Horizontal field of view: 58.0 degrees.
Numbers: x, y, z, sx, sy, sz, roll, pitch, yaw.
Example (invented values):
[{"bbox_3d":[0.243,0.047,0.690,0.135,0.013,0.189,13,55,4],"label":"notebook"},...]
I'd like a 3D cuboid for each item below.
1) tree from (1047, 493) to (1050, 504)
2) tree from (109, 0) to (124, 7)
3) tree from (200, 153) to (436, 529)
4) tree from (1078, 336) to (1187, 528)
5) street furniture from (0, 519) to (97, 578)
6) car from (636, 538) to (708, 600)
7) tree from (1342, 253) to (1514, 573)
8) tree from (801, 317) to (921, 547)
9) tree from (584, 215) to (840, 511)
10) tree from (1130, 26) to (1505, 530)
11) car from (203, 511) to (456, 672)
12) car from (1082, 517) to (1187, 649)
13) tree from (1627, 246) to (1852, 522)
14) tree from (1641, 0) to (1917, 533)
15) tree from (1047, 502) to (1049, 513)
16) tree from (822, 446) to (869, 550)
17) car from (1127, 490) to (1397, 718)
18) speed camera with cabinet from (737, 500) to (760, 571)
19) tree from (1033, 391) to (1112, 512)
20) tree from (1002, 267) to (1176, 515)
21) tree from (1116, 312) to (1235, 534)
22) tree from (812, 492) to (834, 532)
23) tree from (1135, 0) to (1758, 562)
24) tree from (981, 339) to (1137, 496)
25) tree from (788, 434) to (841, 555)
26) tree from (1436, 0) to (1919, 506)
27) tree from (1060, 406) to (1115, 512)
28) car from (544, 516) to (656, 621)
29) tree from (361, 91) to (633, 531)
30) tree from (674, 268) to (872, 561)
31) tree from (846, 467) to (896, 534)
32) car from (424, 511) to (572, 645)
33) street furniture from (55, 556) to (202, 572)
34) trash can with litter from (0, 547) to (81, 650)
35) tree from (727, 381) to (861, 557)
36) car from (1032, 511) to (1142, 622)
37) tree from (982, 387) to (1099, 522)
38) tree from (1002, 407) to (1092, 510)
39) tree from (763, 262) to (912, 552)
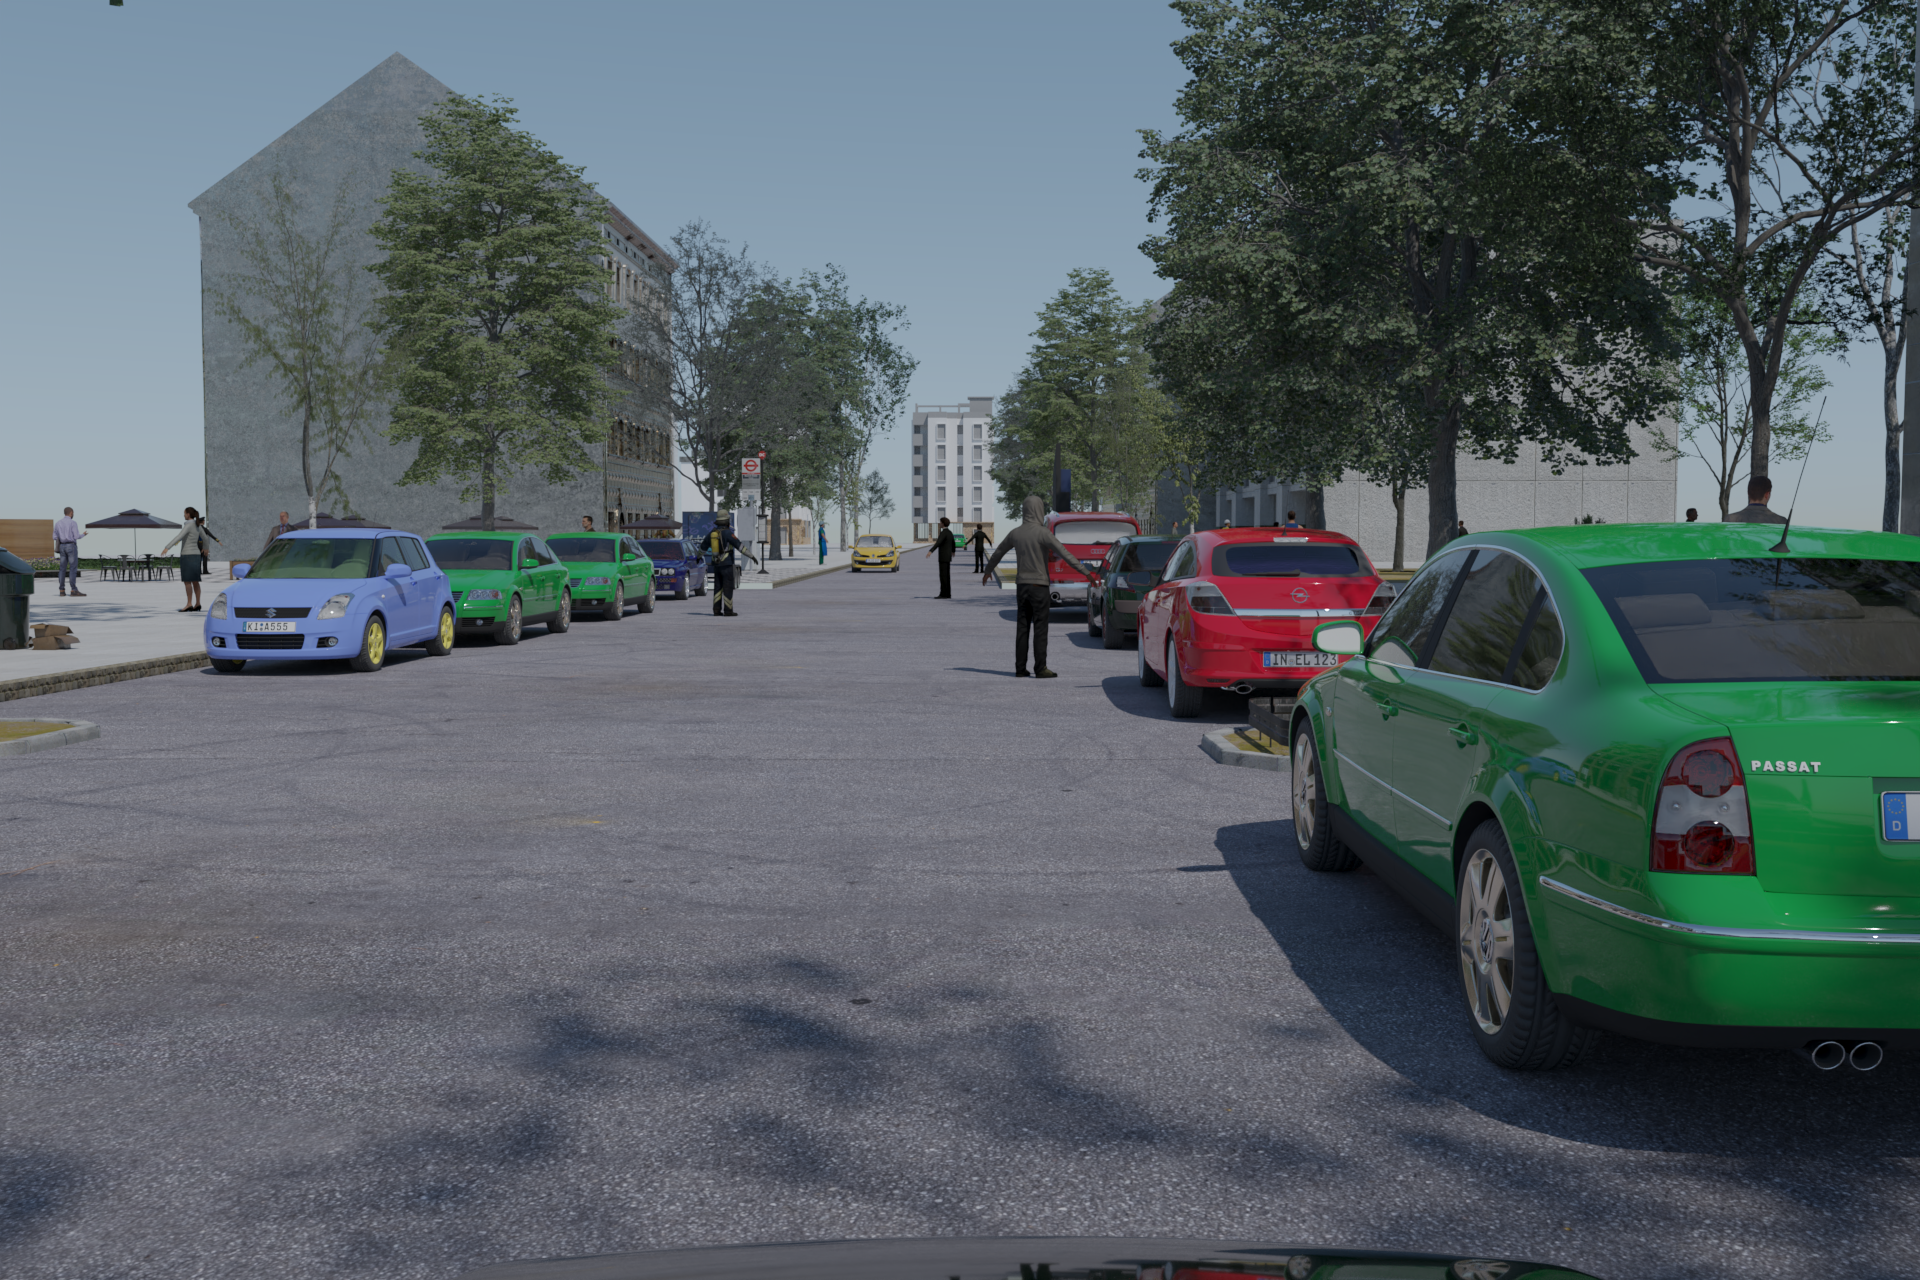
[{"bbox_3d":[6.569,-11.844,144.006,4.360,8.622,3.978,0,3,0],"label":"tree"},{"bbox_3d":[-11.898,-9.839,16.750,12.611,20.169,13.585,0,3,0],"label":"tree"},{"bbox_3d":[-13.199,-5.146,34.496,4.360,8.622,3.978,0,3,0],"label":"tree"},{"bbox_3d":[6.051,-6.979,64.467,4.360,8.622,3.978,0,3,0],"label":"tree"},{"bbox_3d":[-30.575,-2.609,49.519,11.010,1.723,9.812,2,4,34],"label":"street furniture"},{"bbox_3d":[-6.738,-1.600,38.737,1.945,1.354,3.894,0,4,1],"label":"car"},{"bbox_3d":[14.734,-8.079,57.840,9.928,11.665,9.643,0,3,0],"label":"tree"},{"bbox_3d":[-10.162,-18.124,152.211,12.611,20.169,13.585,0,3,0],"label":"tree"},{"bbox_3d":[-9.878,-9.632,67.859,12.009,13.543,11.850,0,3,0],"label":"tree"},{"bbox_3d":[8.770,-8.328,42.822,9.857,13.997,8.962,0,3,0],"label":"tree"},{"bbox_3d":[-6.879,-0.582,19.103,1.945,1.707,3.694,0,4,1],"label":"car"},{"bbox_3d":[2.645,-0.807,22.985,2.009,1.686,4.222,0,4,0],"label":"car"},{"bbox_3d":[27.591,-8.342,62.153,9.928,11.665,9.643,0,3,0],"label":"tree"},{"bbox_3d":[23.735,-11.545,44.645,12.611,20.169,13.585,0,3,0],"label":"tree"},{"bbox_3d":[12.149,-19.328,241.772,9.928,11.665,9.643,0,3,0],"label":"tree"},{"bbox_3d":[-8.945,-11.326,135.546,4.737,8.622,4.395,0,3,0],"label":"tree"},{"bbox_3d":[2.558,-0.363,14.975,2.155,1.783,4.494,0,4,1],"label":"car"},{"bbox_3d":[-7.408,-4.056,60.646,0.660,3.252,2.038,0,3,0],"label":"speed camera with cabinet"},{"bbox_3d":[5.689,-8.141,83.465,4.737,8.622,4.395,0,3,0],"label":"tree"},{"bbox_3d":[5.542,-9.563,74.478,7.486,12.596,7.792,0,3,0],"label":"tree"},{"bbox_3d":[7.358,-6.484,56.380,4.737,8.622,4.395,0,3,0],"label":"tree"},{"bbox_3d":[-18.825,-17.700,239.764,4.360,8.622,3.978,0,3,0],"label":"tree"},{"bbox_3d":[8.191,-7.513,29.488,9.857,13.997,8.962,0,3,0],"label":"tree"},{"bbox_3d":[6.412,-12.108,108.335,12.009,13.543,11.850,0,3,0],"label":"tree"},{"bbox_3d":[-8.936,-9.638,107.952,4.360,8.622,3.978,0,3,0],"label":"tree"},{"bbox_3d":[8.600,-5.104,17.870,7.601,10.594,8.767,-1,4,-23],"label":"tree"},{"bbox_3d":[6.485,-8.716,92.874,4.737,8.622,4.395,0,3,0],"label":"tree"},{"bbox_3d":[-6.474,-1.299,30.036,1.959,1.807,4.718,0,4,1],"label":"car"},{"bbox_3d":[-12.107,-7.776,45.263,7.486,12.596,7.792,0,3,0],"label":"tree"},{"bbox_3d":[-9.066,-10.833,83.769,9.857,13.997,8.962,0,3,0],"label":"tree"},{"bbox_3d":[-12.268,-18.689,239.980,7.601,10.594,8.767,0,4,-7],"label":"tree"},{"bbox_3d":[-6.591,-0.913,23.724,1.959,1.807,4.718,0,4,0],"label":"car"},{"bbox_3d":[-32.229,-2.784,61.150,10.072,0.657,5.734,-2,4,-24],"label":"street furniture"},{"bbox_3d":[-10.386,-0.485,19.312,1.055,1.170,0.624,0,4,1],"label":"trash can with litter"},{"bbox_3d":[-9.371,-9.954,97.162,8.767,10.594,7.601,1,4,12],"label":"tree"},{"bbox_3d":[2.133,-1.297,29.872,2.281,1.827,5.304,0,4,-1],"label":"car"},{"bbox_3d":[6.533,-14.034,136.104,9.857,13.997,8.962,0,3,0],"label":"tree"},{"bbox_3d":[6.635,-11.623,124.451,7.601,10.594,8.767,1,4,17],"label":"tree"},{"bbox_3d":[-9.461,-16.388,123.833,12.611,20.169,13.585,0,3,0],"label":"tree"}]
